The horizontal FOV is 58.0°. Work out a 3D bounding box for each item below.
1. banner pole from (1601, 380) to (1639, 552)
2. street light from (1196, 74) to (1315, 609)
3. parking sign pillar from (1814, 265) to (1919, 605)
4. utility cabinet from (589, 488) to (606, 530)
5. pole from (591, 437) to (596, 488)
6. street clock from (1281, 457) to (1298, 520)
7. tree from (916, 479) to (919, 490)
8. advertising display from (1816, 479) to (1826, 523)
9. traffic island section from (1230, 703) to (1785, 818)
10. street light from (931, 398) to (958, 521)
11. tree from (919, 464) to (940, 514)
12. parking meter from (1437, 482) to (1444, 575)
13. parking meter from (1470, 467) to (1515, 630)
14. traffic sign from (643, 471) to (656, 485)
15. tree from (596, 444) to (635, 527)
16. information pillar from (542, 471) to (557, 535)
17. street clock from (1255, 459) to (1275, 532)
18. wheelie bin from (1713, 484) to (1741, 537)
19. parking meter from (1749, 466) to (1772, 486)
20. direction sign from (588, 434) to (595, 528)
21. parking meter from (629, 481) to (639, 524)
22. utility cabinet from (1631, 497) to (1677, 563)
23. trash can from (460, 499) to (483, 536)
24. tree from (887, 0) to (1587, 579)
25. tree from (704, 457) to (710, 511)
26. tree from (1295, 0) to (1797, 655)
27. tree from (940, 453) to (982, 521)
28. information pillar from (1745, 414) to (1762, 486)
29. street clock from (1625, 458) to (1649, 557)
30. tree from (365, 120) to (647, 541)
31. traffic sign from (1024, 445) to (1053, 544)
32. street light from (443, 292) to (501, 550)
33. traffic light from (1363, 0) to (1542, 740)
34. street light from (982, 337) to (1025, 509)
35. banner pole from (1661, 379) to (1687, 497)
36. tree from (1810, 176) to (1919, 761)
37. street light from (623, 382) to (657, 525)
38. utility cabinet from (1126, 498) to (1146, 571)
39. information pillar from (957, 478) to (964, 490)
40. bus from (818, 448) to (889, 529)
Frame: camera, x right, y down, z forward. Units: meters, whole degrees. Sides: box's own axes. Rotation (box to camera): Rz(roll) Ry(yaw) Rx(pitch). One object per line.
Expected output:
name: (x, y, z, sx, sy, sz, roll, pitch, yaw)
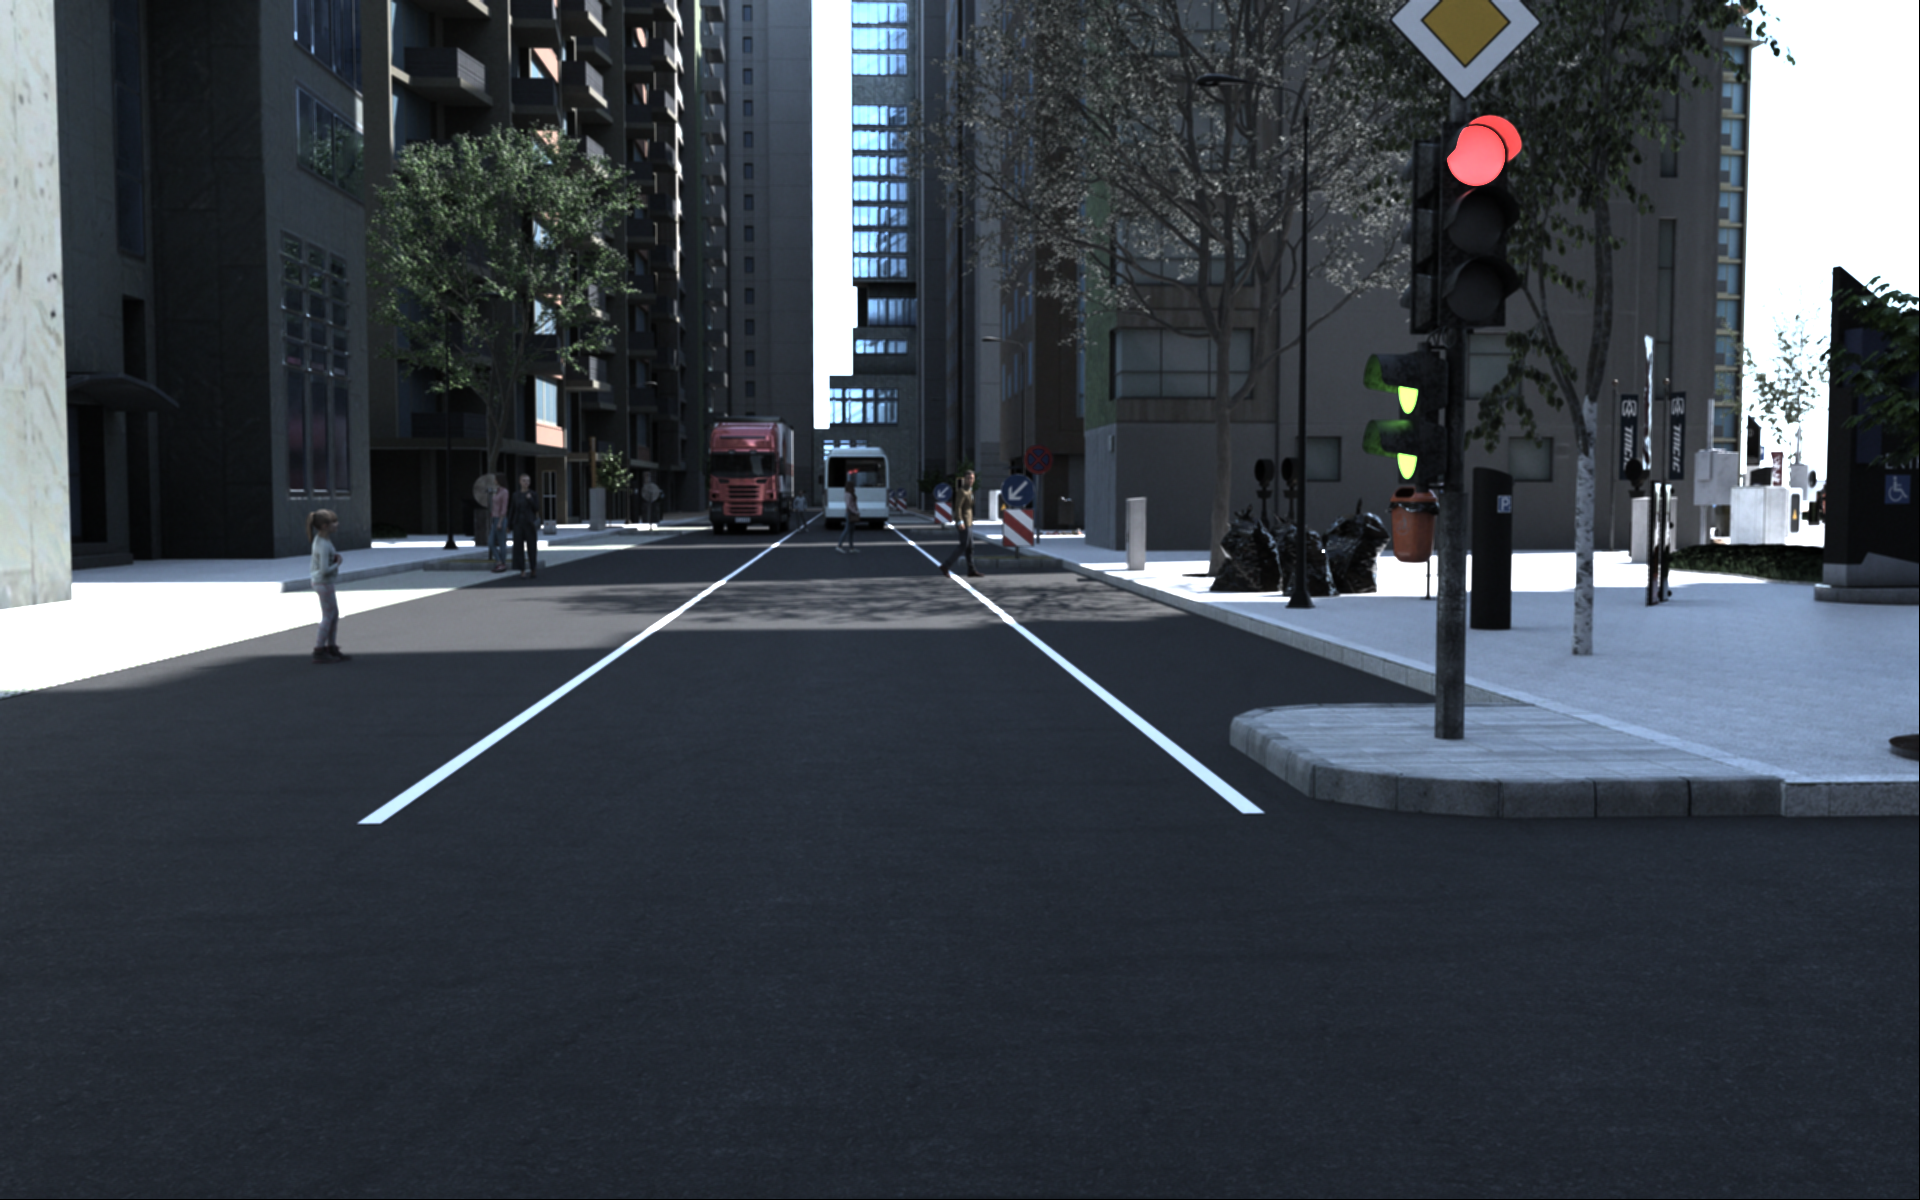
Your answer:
banner pole: (14.601, -2.947, 38.199, 0.863, 3.779, 0.401, -1, 4, -17)
street light: (3.305, -2.864, 19.365, 1.470, 5.913, 1.316, 0, 4, -4)
parking sign pillar: (11.003, -1.963, 20.568, 1.447, 3.967, 1.447, -1, 4, -12)
utility cabinet: (-12.690, -3.176, 60.602, 0.318, 1.500, 1.173, 0, 4, 2)
pole: (-13.045, -4.152, 61.728, 0.158, 3.312, 0.155, 0, 3, 0)
street clock: (6.562, -1.818, 34.289, 0.358, 2.002, 0.471, -1, 4, -18)
tree: (-2.350, -7.664, 119.914, 1.663, 3.219, 1.824, 0, 3, 0)
advertising display: (38.120, -4.341, 76.186, 0.974, 1.923, 0.123, 1, 4, 23)
traffic island section: (2.597, 0.805, 9.117, 2.009, 0.180, 2.903, 0, 4, -4)
street light: (-0.705, -6.806, 83.823, 1.470, 5.913, 1.316, 0, 4, -4)
tree: (-1.525, -7.188, 112.125, 1.663, 3.219, 1.824, 0, 3, 0)
parking meter: (7.756, -1.162, 27.416, 0.372, 1.533, 0.369, 0, 3, 0)
parking meter: (5.059, -0.493, 16.476, 0.372, 1.533, 0.369, 0, 3, 0)
traffic sign: (-13.935, -4.627, 77.774, 0.606, 2.300, 0.079, 0, 4, 1)
tree: (-13.404, -4.423, 66.918, 1.663, 3.219, 1.824, 0, 3, 0)
information pillar: (-12.924, -3.060, 54.530, 0.304, 2.012, 0.304, 1, 4, 21)
street clock: (6.309, -1.917, 35.917, 0.358, 2.002, 0.471, -1, 4, -17)
wheelie bin: (23.028, -2.685, 51.815, 0.980, 1.594, 0.693, 0, 4, 5)
parking meter: (17.048, -1.909, 36.917, 0.255, 1.863, 0.399, -2, 4, -27)
direction sign: (-13.840, -4.477, 65.193, 0.379, 3.537, 0.876, -2, 4, -26)
parking meter: (-14.125, -4.242, 75.061, 0.255, 1.863, 0.399, 2, 4, 32)
utility cabinet: (12.900, -1.289, 32.237, 0.306, 1.237, 1.020, -1, 4, -11)
trash can: (-14.810, -2.506, 52.634, 0.748, 1.137, 0.748, 0, 3, 0)
tree: (4.158, -7.098, 26.427, 12.009, 13.543, 11.850, 0, 3, 0)
tree: (-18.778, -9.085, 132.248, 4.285, 4.588, 4.351, 0, 3, 0)
tree: (4.763, -3.874, 13.698, 4.360, 8.622, 3.978, 0, 3, 0)
tree: (0.181, -5.355, 82.149, 1.663, 3.219, 1.824, 0, 3, 0)
information pillar: (23.056, -3.611, 50.389, 0.183, 3.616, 0.504, -1, 4, -22)
street clock: (13.773, -1.877, 35.254, 0.358, 2.002, 0.471, -1, 4, -22)
tree: (-12.741, -7.449, 47.544, 9.928, 11.665, 9.643, 0, 3, 0)
traffic sign: (2.017, -2.728, 44.705, 0.768, 2.556, 0.104, 0, 4, -2)
street light: (-11.265, -4.126, 39.994, 1.470, 5.913, 1.316, 0, 4, -4)
traffic light: (2.556, -1.228, 9.000, 0.839, 4.253, 0.868, 0, 4, -4)
street light: (1.345, -4.830, 51.508, 1.470, 5.913, 1.316, 0, 4, -4)
banner pole: (15.418, -2.906, 37.536, 0.401, 3.779, 0.863, -1, 4, -17)
tree: (4.998, -0.845, 8.412, 1.663, 3.219, 1.824, 0, 3, 0)
street light: (-13.295, -6.085, 72.027, 1.470, 5.913, 1.316, 0, 4, -4)
utility cabinet: (2.962, -1.108, 29.275, 0.306, 1.237, 1.020, 0, 4, 3)
information pillar: (0.011, -4.557, 79.003, 0.304, 2.012, 0.304, 1, 4, 9)
bus: (-4.641, -4.903, 75.031, 2.948, 3.499, 13.247, 0, 4, -5)
